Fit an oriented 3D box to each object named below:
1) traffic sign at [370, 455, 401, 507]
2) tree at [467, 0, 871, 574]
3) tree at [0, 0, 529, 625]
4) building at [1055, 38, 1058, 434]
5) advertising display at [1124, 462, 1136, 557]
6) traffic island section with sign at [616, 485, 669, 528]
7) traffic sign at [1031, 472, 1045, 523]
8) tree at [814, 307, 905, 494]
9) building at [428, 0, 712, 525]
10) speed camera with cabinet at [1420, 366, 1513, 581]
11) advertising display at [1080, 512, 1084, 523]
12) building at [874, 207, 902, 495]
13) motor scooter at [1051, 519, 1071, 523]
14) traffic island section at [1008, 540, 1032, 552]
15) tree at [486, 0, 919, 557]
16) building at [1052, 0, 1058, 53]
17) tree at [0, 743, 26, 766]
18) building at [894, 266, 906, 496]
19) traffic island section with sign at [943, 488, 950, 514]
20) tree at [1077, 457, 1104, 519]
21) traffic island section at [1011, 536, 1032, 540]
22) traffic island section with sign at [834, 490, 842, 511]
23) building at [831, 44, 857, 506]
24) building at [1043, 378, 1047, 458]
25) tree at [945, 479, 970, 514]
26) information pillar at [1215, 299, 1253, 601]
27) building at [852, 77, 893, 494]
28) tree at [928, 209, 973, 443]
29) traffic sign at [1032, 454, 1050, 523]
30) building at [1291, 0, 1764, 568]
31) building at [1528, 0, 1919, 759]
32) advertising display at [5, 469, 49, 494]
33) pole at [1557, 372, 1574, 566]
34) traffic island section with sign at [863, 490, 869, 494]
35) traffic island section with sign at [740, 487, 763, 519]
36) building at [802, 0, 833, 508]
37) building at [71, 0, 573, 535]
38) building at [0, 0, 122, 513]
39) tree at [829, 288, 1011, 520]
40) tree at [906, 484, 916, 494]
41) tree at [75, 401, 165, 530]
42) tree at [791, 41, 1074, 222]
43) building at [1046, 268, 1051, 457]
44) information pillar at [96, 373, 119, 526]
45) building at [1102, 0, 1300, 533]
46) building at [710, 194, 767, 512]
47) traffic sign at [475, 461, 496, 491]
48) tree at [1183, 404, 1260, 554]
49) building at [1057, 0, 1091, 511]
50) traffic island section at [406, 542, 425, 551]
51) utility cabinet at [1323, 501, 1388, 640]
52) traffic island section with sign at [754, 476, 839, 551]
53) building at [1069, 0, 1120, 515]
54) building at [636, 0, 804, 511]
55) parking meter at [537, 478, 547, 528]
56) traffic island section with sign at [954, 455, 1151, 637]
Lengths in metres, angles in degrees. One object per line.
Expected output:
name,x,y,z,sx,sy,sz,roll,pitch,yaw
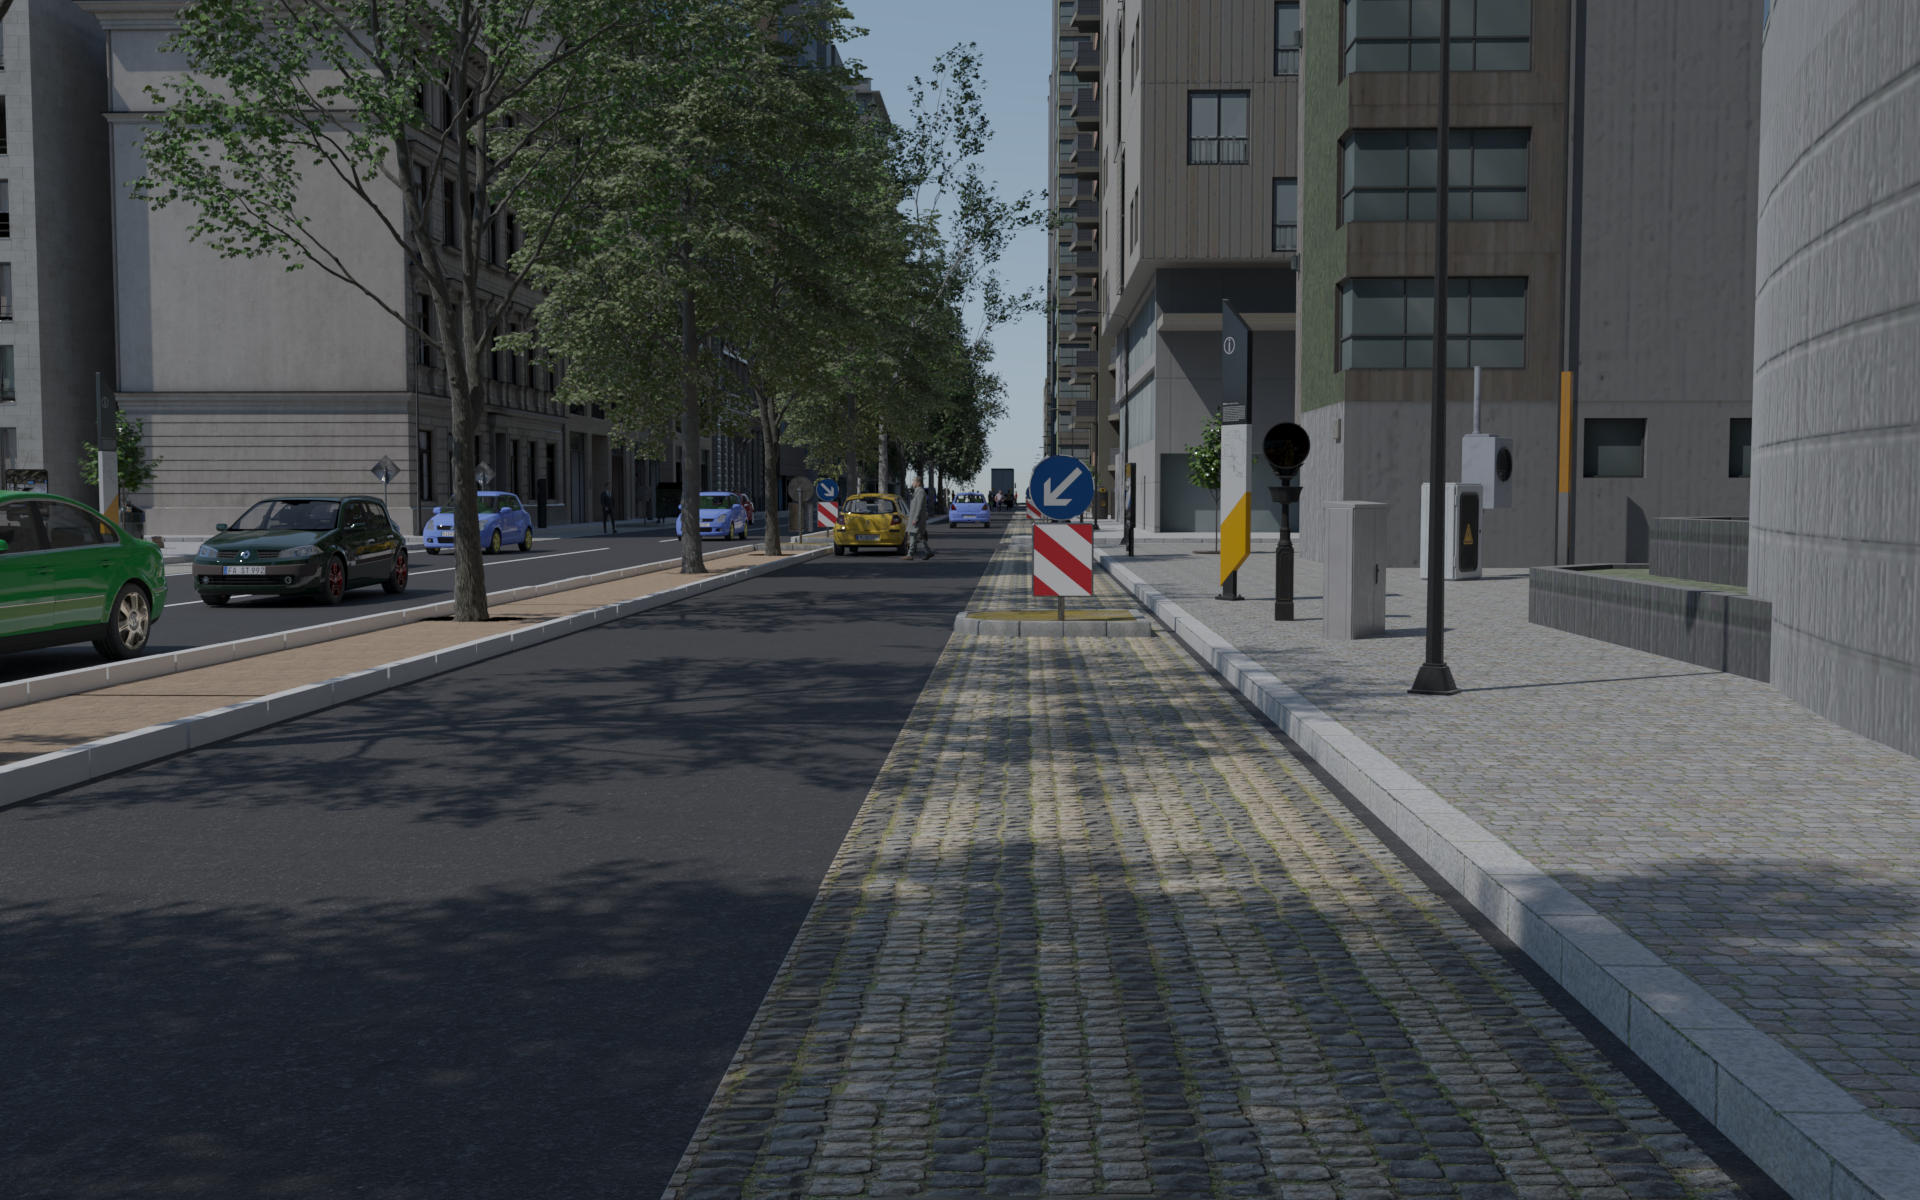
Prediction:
traffic sign,-14.725,-2.495,44.429,0.795,2.450,0.064,0,4,2
tree,-4.720,-6.713,30.334,7.486,12.596,7.792,0,3,0
tree,-5.599,-5.568,19.248,9.928,11.665,9.643,0,3,0
building,19.983,-32.954,158.413,23.786,49.044,30.456,0,4,2
advertising display,3.518,-1.870,35.786,0.123,1.923,0.974,0,4,-2
traffic island section with sign,-13.626,-4.033,74.569,1.989,1.847,2.006,0,4,2
traffic sign,2.507,-2.943,51.755,0.795,2.450,0.064,0,4,2
tree,-3.683,-6.705,62.439,4.737,8.622,4.395,0,3,0
building,-25.476,-17.415,89.248,19.350,26.468,34.151,0,4,2
speed camera with cabinet,7.709,-1.952,26.258,0.660,3.252,2.038,3,5,41
advertising display,4.441,-3.547,63.215,0.123,1.923,0.974,0,3,0
building,-19.882,-36.625,253.448,22.147,44.769,28.867,0,4,2
motor scooter,2.035,-1.350,34.855,0.815,1.314,1.986,0,4,3
traffic island section,2.231,-1.319,43.852,2.009,0.180,2.903,0,4,2
tree,-4.419,-6.821,39.740,9.928,11.665,9.643,0,3,0
building,20.396,-39.475,187.408,21.231,58.520,28.212,0,4,2
tree,-5.729,-4.933,8.865,9.928,11.665,9.643,0,3,0
building,-16.105,-36.213,275.684,14.154,41.232,14.086,0,4,2
traffic island section with sign,-1.064,-7.259,126.818,2.006,1.907,1.989,0,4,2
tree,6.446,-5.812,89.622,1.663,3.219,1.824,0,3,0
traffic island section,2.531,-1.807,51.831,2.009,0.180,2.903,0,4,2
traffic island section with sign,-10.716,-8.763,151.905,1.989,1.847,2.006,0,4,2
building,-22.423,-34.074,180.815,21.300,48.544,21.600,0,4,2
building,27.020,-26.086,271.549,27.650,21.520,28.899,0,4,2
tree,-0.906,-10.558,125.437,4.360,8.622,3.978,0,3,0
information pillar,3.302,-1.798,20.757,0.183,3.616,0.504,-2,4,-30
building,-23.494,-38.850,224.439,28.713,52.752,27.495,0,4,2
tree,-3.462,-8.289,56.106,7.486,12.596,7.792,0,3,0
traffic sign,2.207,-2.455,43.775,0.795,2.450,0.064,0,4,2
building,13.913,-16.149,35.737,14.160,30.474,14.107,0,4,2
building,14.899,-28.269,4.205,21.231,58.520,28.212,0,4,2
advertising display,-23.979,-2.405,44.543,0.974,1.923,0.123,-2,4,-29
pole,10.134,-2.149,28.983,0.158,3.312,0.155,0,3,0
traffic island section with sign,-9.691,-10.445,179.399,1.989,1.847,2.006,0,4,2
traffic island section with sign,-12.612,-5.681,101.505,1.989,1.847,2.006,0,4,2
building,-23.496,-37.505,155.202,21.231,58.520,28.212,0,4,2
building,-21.319,-12.092,62.331,10.561,19.102,19.286,0,4,2
building,-36.020,-12.406,57.590,16.860,20.320,10.420,0,4,2
tree,-2.123,-10.626,93.199,9.611,12.733,9.660,0,3,0
tree,-8.891,-17.922,287.624,1.663,3.219,1.824,0,3,0
tree,-17.231,-2.526,35.897,1.663,3.219,1.824,0,3,0
tree,-2.057,-13.053,71.755,12.611,20.169,13.585,0,3,0
building,18.095,-27.522,221.687,14.160,30.474,14.107,0,4,2
information pillar,-16.617,-2.594,33.763,0.183,3.616,0.504,0,4,8
building,19.064,-29.165,66.085,27.495,52.752,28.713,0,4,2
building,-19.547,-17.652,117.488,11.050,23.489,19.941,0,4,2
traffic sign,-14.425,-2.983,52.409,0.795,2.450,0.064,0,4,2
tree,5.658,-2.610,37.279,1.663,3.219,1.824,0,3,0
building,14.656,-27.686,136.266,14.154,41.232,14.086,0,4,2
traffic island section,-14.748,-1.358,44.492,2.009,0.180,2.903,0,4,2
utility cabinet,3.589,-0.277,15.689,0.306,1.237,1.020,2,4,30
traffic island section with sign,-4.163,-2.214,44.330,2.006,1.907,1.989,0,4,2
building,18.284,-27.935,111.369,22.147,44.769,28.867,0,4,2
building,-19.945,-29.613,134.291,14.600,45.320,14.200,0,4,2
parking meter,-15.635,-3.612,64.762,0.255,1.863,0.399,-2,4,-31
traffic island section with sign,0.948,-0.585,18.185,1.989,1.847,2.006,0,4,2
